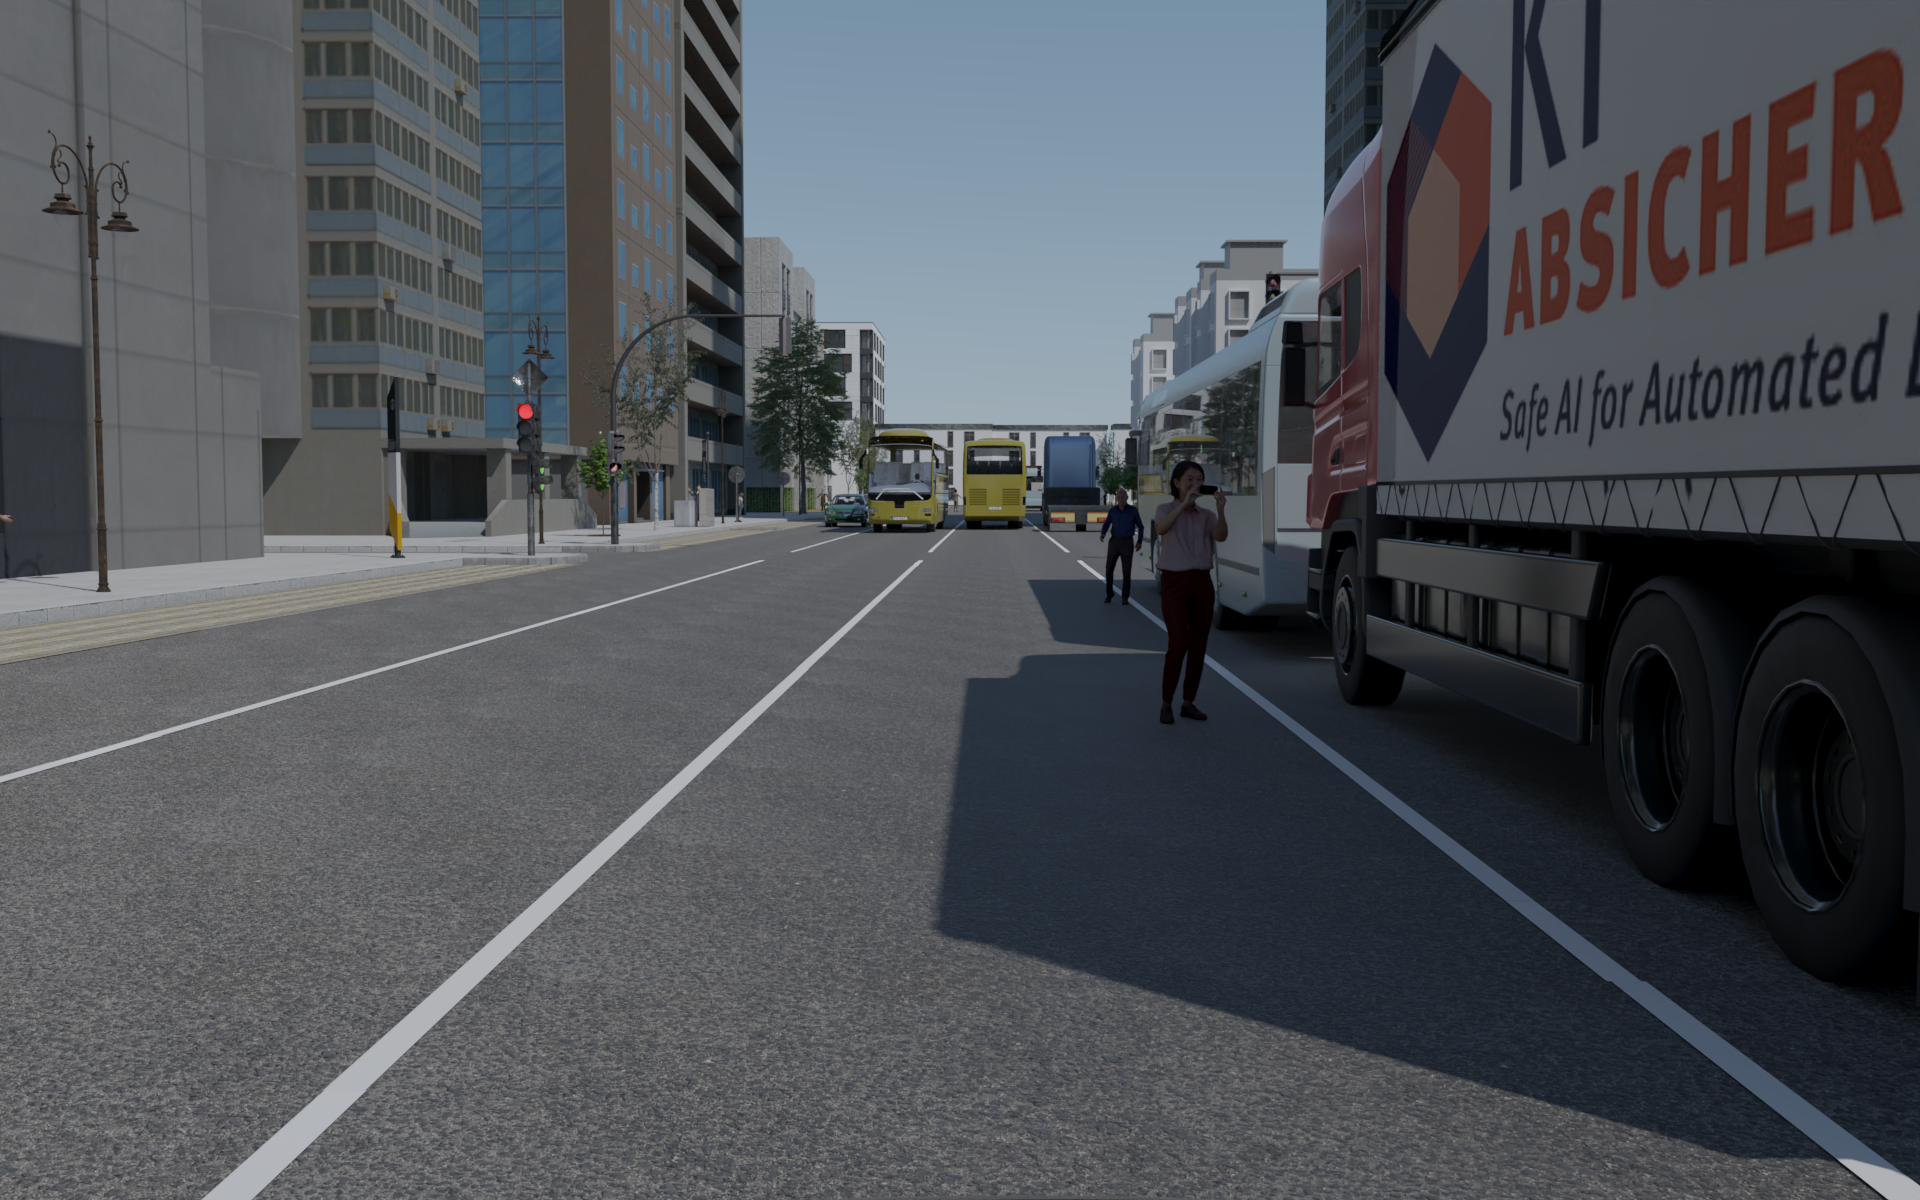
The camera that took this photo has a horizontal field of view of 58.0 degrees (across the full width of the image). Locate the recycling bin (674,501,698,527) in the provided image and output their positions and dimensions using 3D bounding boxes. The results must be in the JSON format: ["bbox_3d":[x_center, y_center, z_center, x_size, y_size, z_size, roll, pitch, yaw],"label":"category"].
[{"bbox_3d":[-10.672,-3.357,67.436,0.722,1.027,0.722,1,4,16],"label":"recycling bin"}]

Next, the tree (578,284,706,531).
[{"bbox_3d":[-10.837,-6.740,60.564,4.360,8.622,3.978,0,3,0],"label":"tree"}]

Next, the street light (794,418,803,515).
[{"bbox_3d":[-9.757,-8.108,105.358,0.468,5.910,1.993,0,4,1],"label":"street light"}]

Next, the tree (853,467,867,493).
[{"bbox_3d":[-9.308,-11.737,175.621,4.285,4.588,4.351,0,3,0],"label":"tree"}]

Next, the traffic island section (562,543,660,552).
[{"bbox_3d":[-8.797,-1.333,44.071,2.009,0.180,2.903,0,4,1],"label":"traffic island section"}]

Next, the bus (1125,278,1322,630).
[{"bbox_3d":[3.953,-1.621,21.364,2.948,3.499,13.247,0,4,1],"label":"bus"}]

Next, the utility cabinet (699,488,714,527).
[{"bbox_3d":[-9.884,-3.609,67.679,0.318,1.500,1.173,0,4,7],"label":"utility cabinet"}]

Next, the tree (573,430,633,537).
[{"bbox_3d":[-10.981,-3.549,52.620,1.663,3.219,1.824,0,3,0],"label":"tree"}]

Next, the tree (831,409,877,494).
[{"bbox_3d":[-9.130,-11.725,142.071,4.360,8.622,3.978,0,3,0],"label":"tree"}]

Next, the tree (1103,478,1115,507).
[{"bbox_3d":[15.466,-11.068,175.564,1.663,3.219,1.824,0,3,0],"label":"tree"}]

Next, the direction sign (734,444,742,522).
[{"bbox_3d":[-10.143,-5.327,79.089,0.379,3.537,0.876,0,4,-4],"label":"direction sign"}]

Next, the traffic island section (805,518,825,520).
[{"bbox_3d":[-7.493,-4.454,95.685,1.991,0.108,1.994,0,4,1],"label":"traffic island section"}]

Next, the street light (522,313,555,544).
[{"bbox_3d":[-10.772,-4.381,44.411,0.468,5.910,1.993,0,4,1],"label":"street light"}]

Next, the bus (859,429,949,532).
[{"bbox_3d":[-1.974,-4.714,68.628,2.896,3.916,12.252,0,4,2],"label":"bus"}]

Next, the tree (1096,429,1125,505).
[{"bbox_3d":[17.118,-15.021,195.948,4.737,8.622,4.395,0,3,0],"label":"tree"}]

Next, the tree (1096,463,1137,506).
[{"bbox_3d":[16.186,-12.235,183.762,4.285,4.588,4.351,0,3,0],"label":"tree"}]

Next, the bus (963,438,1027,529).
[{"bbox_3d":[1.518,-5.091,74.777,2.896,3.916,12.252,0,4,1],"label":"bus"}]

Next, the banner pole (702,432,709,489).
[{"bbox_3d":[-10.271,-4.894,70.026,0.401,3.779,0.863,-2,4,-30],"label":"banner pole"}]

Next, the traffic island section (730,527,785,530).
[{"bbox_3d":[-8.006,-2.806,68.747,1.991,0.108,1.994,0,4,1],"label":"traffic island section"}]

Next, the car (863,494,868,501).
[{"bbox_3d":[-4.659,-4.998,91.936,2.015,1.641,3.980,0,4,2],"label":"car"}]

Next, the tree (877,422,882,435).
[{"bbox_3d":[-8.667,-13.247,166.945,4.360,8.622,3.978,0,3,0],"label":"tree"}]

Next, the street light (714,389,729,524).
[{"bbox_3d":[-10.307,-6.260,75.134,0.468,5.910,1.993,0,4,1],"label":"street light"}]

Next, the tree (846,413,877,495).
[{"bbox_3d":[-8.692,-12.709,158.155,4.737,8.622,4.395,0,3,0],"label":"tree"}]

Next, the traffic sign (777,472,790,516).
[{"bbox_3d":[-10.105,-6.060,99.183,0.768,2.556,0.104,0,4,2],"label":"traffic sign"}]

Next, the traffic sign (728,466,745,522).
[{"bbox_3d":[-10.136,-4.800,78.590,0.768,2.556,0.104,0,4,3],"label":"traffic sign"}]

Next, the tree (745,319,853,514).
[{"bbox_3d":[-10.423,-11.873,112.247,7.486,12.596,7.792,0,3,0],"label":"tree"}]

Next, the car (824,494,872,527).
[{"bbox_3d":[-4.904,-3.959,76.522,2.131,1.459,4.920,0,4,1],"label":"car"}]

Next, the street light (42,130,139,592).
[{"bbox_3d":[-11.216,-3.041,22.505,0.468,5.910,1.993,0,4,1],"label":"street light"}]

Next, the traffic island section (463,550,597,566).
[{"bbox_3d":[-8.948,-0.844,36.087,2.009,0.180,2.903,0,4,1],"label":"traffic island section"}]

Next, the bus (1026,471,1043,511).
[{"bbox_3d":[6.231,-9.337,147.520,2.948,3.499,13.247,0,4,3],"label":"bus"}]
